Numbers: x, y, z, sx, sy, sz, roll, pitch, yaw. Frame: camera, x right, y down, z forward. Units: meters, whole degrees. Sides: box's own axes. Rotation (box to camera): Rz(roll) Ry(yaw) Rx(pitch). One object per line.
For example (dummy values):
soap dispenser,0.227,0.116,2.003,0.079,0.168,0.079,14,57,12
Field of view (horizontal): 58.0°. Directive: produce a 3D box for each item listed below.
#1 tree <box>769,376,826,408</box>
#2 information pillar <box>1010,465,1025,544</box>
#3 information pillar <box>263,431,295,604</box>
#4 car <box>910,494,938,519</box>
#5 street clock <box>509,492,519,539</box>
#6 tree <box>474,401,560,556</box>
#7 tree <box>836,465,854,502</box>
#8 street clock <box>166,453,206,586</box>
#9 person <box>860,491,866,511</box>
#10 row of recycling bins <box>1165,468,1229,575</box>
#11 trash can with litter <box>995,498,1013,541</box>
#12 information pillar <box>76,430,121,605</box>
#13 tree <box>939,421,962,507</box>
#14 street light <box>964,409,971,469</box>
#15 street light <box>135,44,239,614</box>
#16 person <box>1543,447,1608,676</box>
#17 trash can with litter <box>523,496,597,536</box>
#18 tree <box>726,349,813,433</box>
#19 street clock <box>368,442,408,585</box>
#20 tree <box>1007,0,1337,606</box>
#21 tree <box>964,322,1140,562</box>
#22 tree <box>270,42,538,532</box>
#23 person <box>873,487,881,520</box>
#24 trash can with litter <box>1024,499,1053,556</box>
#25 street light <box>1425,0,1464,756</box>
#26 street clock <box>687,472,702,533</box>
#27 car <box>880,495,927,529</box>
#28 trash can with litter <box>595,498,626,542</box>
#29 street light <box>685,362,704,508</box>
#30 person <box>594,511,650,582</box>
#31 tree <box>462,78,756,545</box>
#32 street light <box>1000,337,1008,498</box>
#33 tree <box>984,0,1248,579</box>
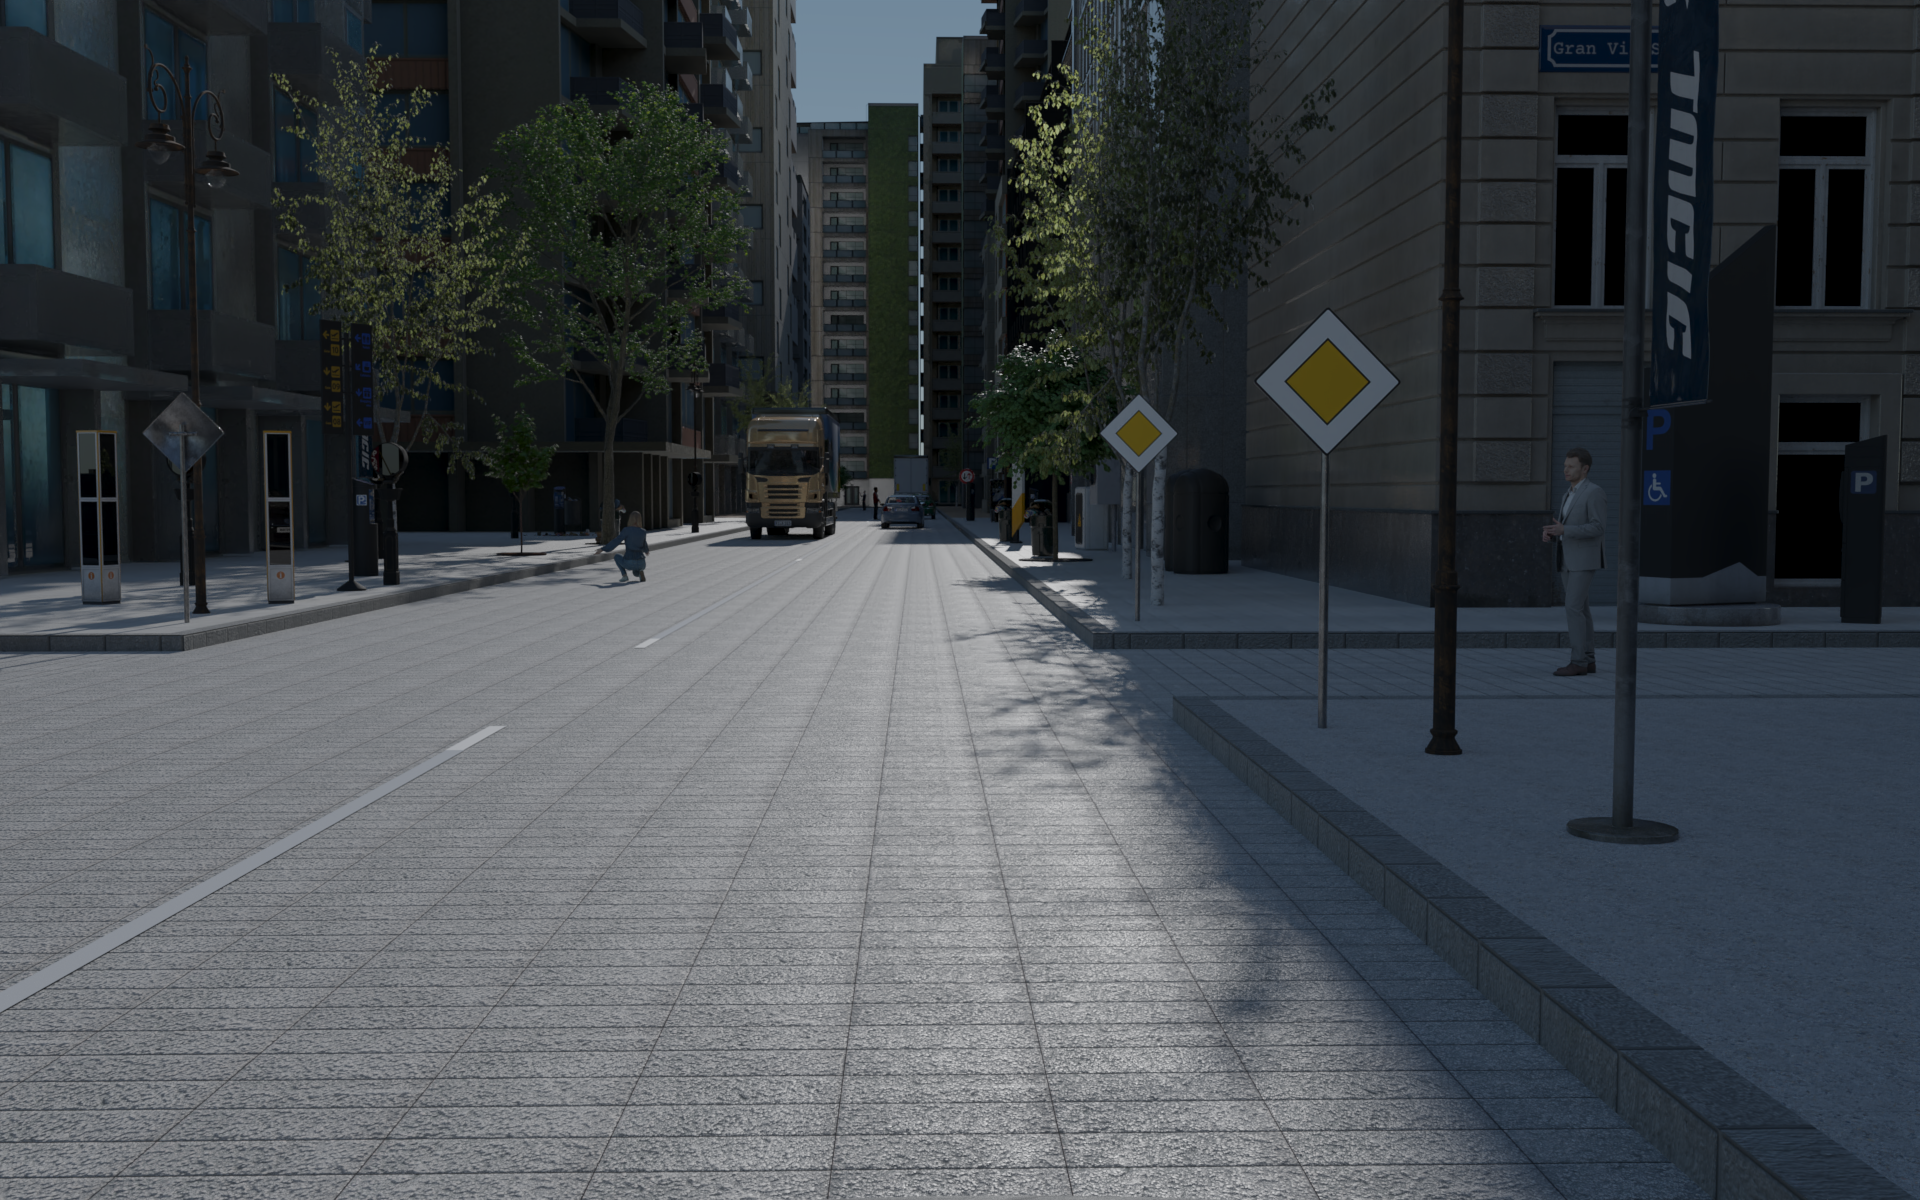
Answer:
tree,-10.332,-9.705,109.033,4.360,8.622,3.978,0,3,0
information pillar,1.506,-3.275,44.905,0.183,3.616,0.504,-2,4,-31
information pillar,-7.972,-0.965,20.278,0.304,2.012,0.304,-1,4,-22
car,-2.306,-5.364,99.503,2.131,1.459,4.920,0,4,-1
street clock,-12.852,-2.775,49.933,0.358,2.002,0.471,-2,4,-28
tree,-9.074,-2.539,36.108,1.663,3.219,1.824,0,3,0
tree,-12.064,-11.363,169.502,4.285,4.588,4.351,0,3,0
street clock,-10.801,-1.202,24.224,0.471,2.002,0.358,0,4,6
person,-8.439,-8.618,150.214,0.742,1.727,0.445,1,4,23
row of recycling bins,3.940,-1.355,29.265,1.069,1.692,3.534,0,4,4
trash can with litter,1.245,-2.175,46.953,0.624,1.170,1.055,0,4,1
information pillar,-10.004,-0.956,20.125,0.304,2.012,0.304,1,4,16
tree,-0.322,-13.390,169.292,4.737,8.622,4.395,0,3,0
street light,0.427,-7.293,92.022,0.468,5.910,1.993,0,4,-1
street light,-8.150,-2.791,18.427,0.468,5.910,1.993,0,4,-1
person,4.841,-0.311,13.788,0.583,1.804,0.606,-1,4,-11
trash can with litter,-12.264,-2.578,53.202,2.233,1.210,1.678,0,4,1
tree,-9.987,-8.465,88.759,4.737,8.622,4.395,0,3,0
street clock,-8.025,-1.213,24.395,0.471,2.002,0.358,0,4,-4
tree,2.307,-4.257,19.967,4.360,8.622,3.978,0,3,0
tree,1.803,-3.032,33.294,4.285,4.588,4.351,0,3,0
tree,-9.393,-4.791,28.697,4.360,8.622,3.978,0,3,0
person,-4.651,-5.375,96.342,0.705,1.831,1.348,-1,4,-15
trash can with litter,1.702,-1.506,36.010,0.624,1.170,1.055,1,4,10
street light,2.396,-2.178,8.405,0.468,5.910,1.993,0,4,-1
street clock,-8.783,-3.231,57.402,0.471,2.002,0.358,2,4,32
car,-2.410,-3.744,73.221,2.014,1.417,4.499,0,4,0
trash can with litter,-9.235,-2.094,45.626,0.624,1.170,1.055,0,4,5
street light,-9.059,-5.288,59.254,0.468,5.910,1.993,0,4,-1
person,-5.491,-0.883,28.428,1.012,1.151,0.738,-2,4,-26
tree,-8.752,-7.204,43.540,9.928,11.665,9.643,0,3,0
street light,1.345,-4.795,51.183,0.468,5.910,1.993,0,4,-1
tree,2.490,-4.641,26.245,4.737,8.622,4.395,0,3,0
